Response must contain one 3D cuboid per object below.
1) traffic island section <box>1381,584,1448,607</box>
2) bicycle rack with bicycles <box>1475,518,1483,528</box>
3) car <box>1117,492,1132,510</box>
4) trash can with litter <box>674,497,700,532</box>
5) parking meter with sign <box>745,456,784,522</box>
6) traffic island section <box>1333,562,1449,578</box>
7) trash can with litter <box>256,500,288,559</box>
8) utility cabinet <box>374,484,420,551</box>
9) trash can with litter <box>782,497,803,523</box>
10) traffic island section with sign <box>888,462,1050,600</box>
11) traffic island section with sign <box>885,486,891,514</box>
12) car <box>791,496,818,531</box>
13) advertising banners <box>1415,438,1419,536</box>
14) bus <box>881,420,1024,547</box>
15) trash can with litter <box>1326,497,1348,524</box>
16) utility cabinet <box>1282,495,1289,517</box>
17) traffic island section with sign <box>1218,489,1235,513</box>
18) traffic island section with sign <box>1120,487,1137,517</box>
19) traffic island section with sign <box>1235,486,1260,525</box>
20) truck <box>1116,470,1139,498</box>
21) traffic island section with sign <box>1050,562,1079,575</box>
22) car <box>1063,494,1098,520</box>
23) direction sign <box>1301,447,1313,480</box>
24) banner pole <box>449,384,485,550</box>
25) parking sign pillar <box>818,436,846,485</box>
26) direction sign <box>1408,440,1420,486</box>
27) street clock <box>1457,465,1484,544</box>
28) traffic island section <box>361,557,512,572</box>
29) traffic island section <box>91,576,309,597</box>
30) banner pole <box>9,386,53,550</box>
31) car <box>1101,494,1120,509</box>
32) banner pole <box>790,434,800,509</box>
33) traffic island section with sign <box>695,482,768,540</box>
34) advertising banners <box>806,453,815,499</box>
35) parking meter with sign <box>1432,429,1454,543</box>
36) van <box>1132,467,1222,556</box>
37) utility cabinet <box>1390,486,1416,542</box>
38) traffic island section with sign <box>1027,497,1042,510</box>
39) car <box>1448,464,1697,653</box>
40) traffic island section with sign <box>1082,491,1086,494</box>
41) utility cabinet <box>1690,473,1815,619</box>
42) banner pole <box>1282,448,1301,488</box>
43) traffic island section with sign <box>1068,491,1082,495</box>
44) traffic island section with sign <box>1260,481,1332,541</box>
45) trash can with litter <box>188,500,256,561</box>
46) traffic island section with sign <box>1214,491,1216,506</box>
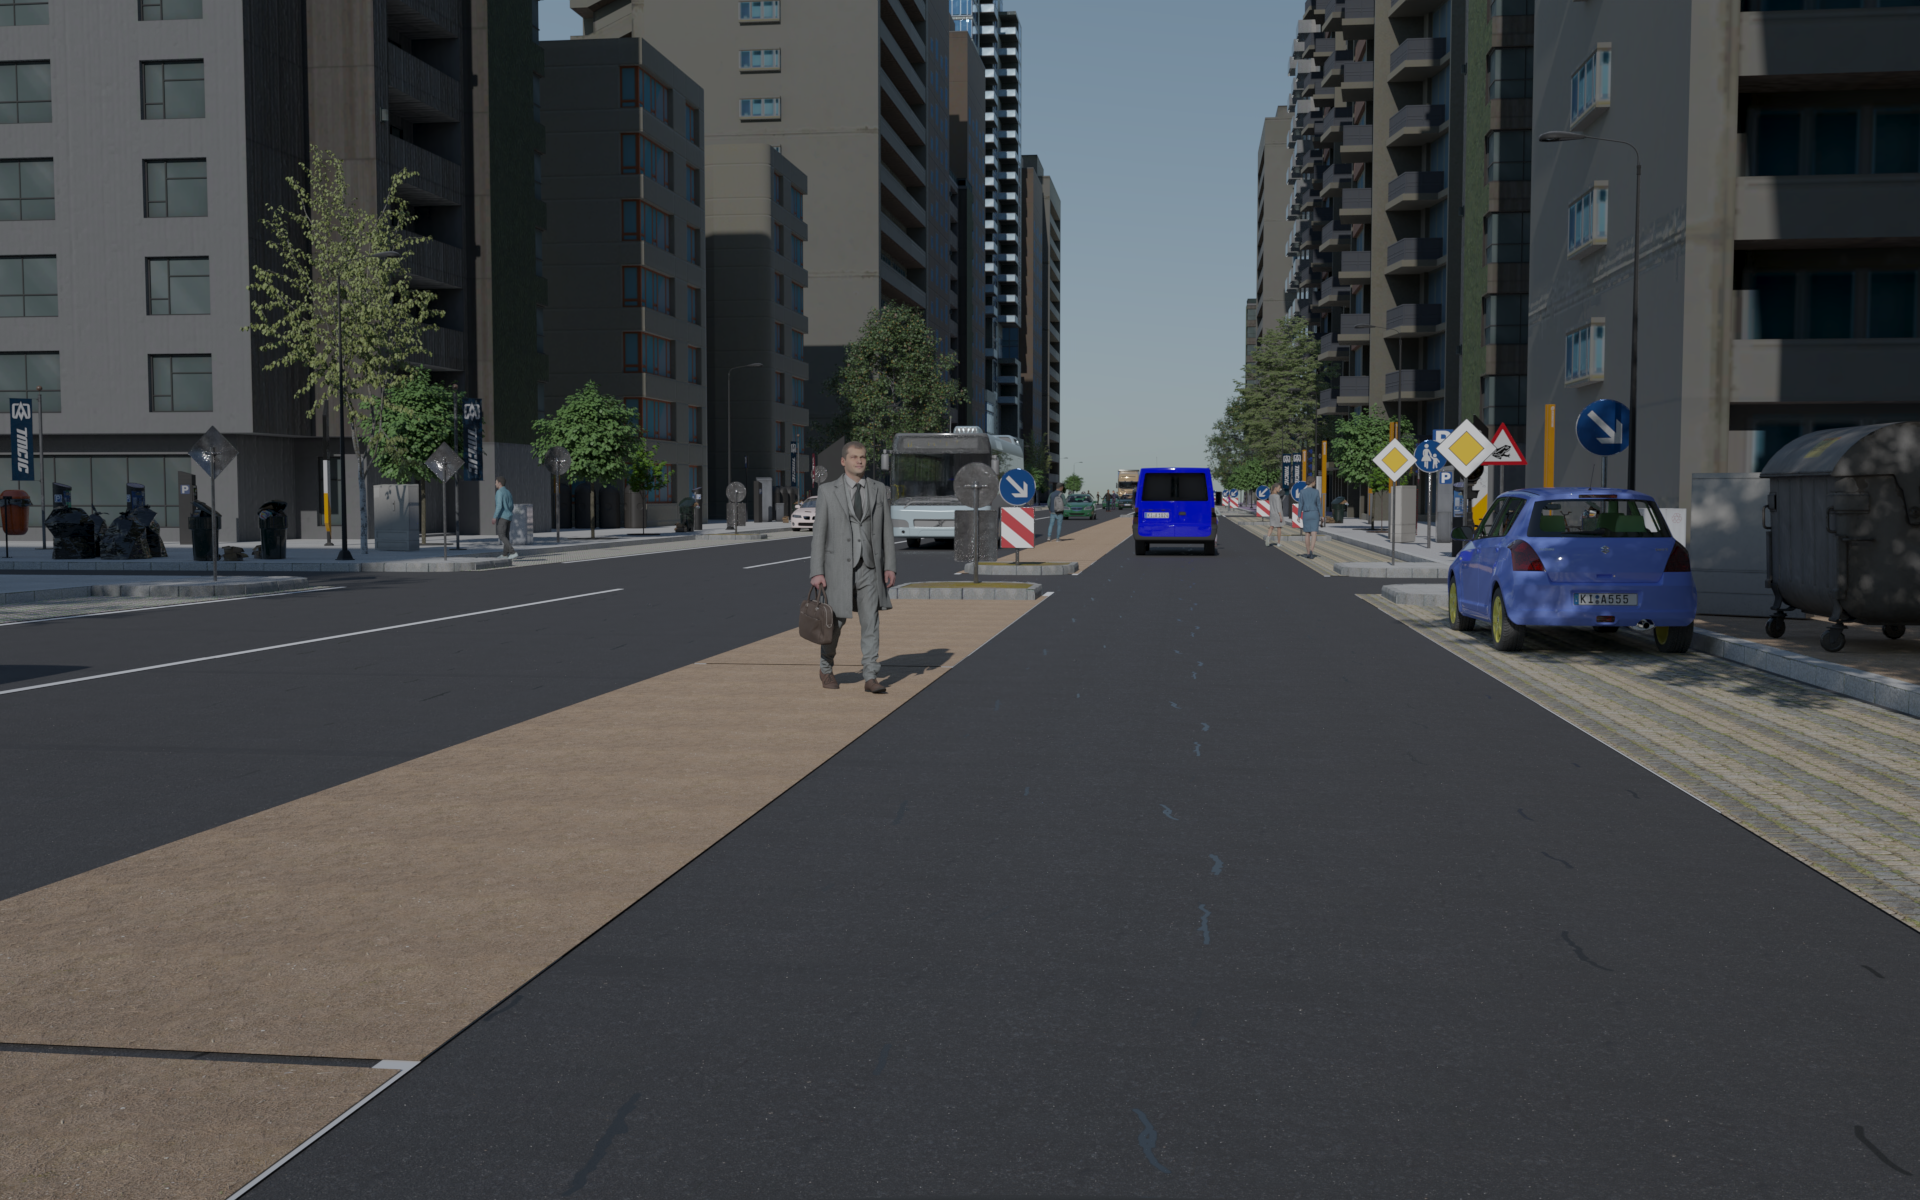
[{"bbox_3d":[6.758,-0.055,23.175,2.009,0.180,2.903,0,4,7],"label":"traffic island section"},{"bbox_3d":[12.193,-1.450,37.091,2.925,0.926,2.852,-1,4,-10],"label":"bicycle rack with bicycles"},{"bbox_3d":[15.225,-8.969,156.431,2.009,1.686,4.222,1,4,9],"label":"car"},{"bbox_3d":[-9.215,-2.869,58.298,0.624,1.170,1.055,1,4,11],"label":"trash can with litter"},{"bbox_3d":[-8.989,-5.100,79.649,1.738,3.016,0.543,-1,4,-15],"label":"parking meter with sign"},{"bbox_3d":[7.794,-0.539,31.093,2.009,0.180,2.903,0,4,7],"label":"traffic island section"},{"bbox_3d":[-13.713,-1.396,34.218,1.055,1.170,0.624,3,5,45],"label":"trash can with litter"},{"bbox_3d":[-12.705,-1.856,39.022,1.173,1.500,0.318,2,4,33],"label":"utility cabinet"},{"bbox_3d":[-7.416,-3.988,76.583,1.055,1.170,0.624,0,4,-6],"label":"trash can with litter"},{"bbox_3d":[0.144,-0.987,24.279,2.006,1.907,1.989,0,4,7],"label":"traffic island section with sign"},{"bbox_3d":[-3.564,-4.500,82.210,1.989,1.847,2.006,0,4,7],"label":"traffic island section with sign"},{"bbox_3d":[-5.270,-3.364,67.361,2.083,1.381,4.827,0,4,8],"label":"car"},{"bbox_3d":[14.237,-3.535,53.988,0.090,3.025,2.074,1,4,18],"label":"advertising banners"},{"bbox_3d":[0.096,-3.324,49.204,2.948,3.499,13.247,0,4,6],"label":"bus"},{"bbox_3d":[16.354,-3.915,75.404,1.055,1.170,0.624,-3,4,-38],"label":"trash can with litter"},{"bbox_3d":[18.676,-5.356,98.726,0.306,1.237,1.020,-1,4,-8],"label":"utility cabinet"},{"bbox_3d":[20.344,-7.387,129.403,1.989,1.847,2.006,0,4,7],"label":"traffic island section with sign"},{"bbox_3d":[10.857,-5.993,106.129,2.006,1.907,1.989,0,4,7],"label":"traffic island section with sign"},{"bbox_3d":[13.903,-4.381,80.255,1.989,1.847,2.006,0,4,7],"label":"traffic island section with sign"},{"bbox_3d":[19.560,-12.966,200.903,2.839,4.237,11.283,0,4,6],"label":"truck"},{"bbox_3d":[1.115,-1.436,31.622,2.006,1.907,1.989,0,4,7],"label":"traffic island section with sign"},{"bbox_3d":[6.682,-5.224,97.209,2.131,1.459,4.920,0,4,7],"label":"car"},{"bbox_3d":[16.682,-5.590,83.398,0.876,3.537,0.379,-3,5,-42],"label":"direction sign"},{"bbox_3d":[-11.314,-3.039,39.698,0.863,3.779,0.401,-3,4,-36],"label":"banner pole"},{"bbox_3d":[-5.909,-5.611,80.218,1.447,3.967,1.447,1,4,13],"label":"parking sign pillar"},{"bbox_3d":[19.075,-4.945,72.850,0.876,3.537,0.379,-3,5,-44],"label":"direction sign"},{"bbox_3d":[9.663,-1.728,32.825,0.471,2.002,0.358,1,4,10],"label":"street clock"},{"bbox_3d":[-9.945,-0.681,33.411,2.009,0.180,2.903,0,4,7],"label":"traffic island section"},{"bbox_3d":[-10.982,-0.196,25.493,2.009,0.180,2.903,0,4,7],"label":"traffic island section"},{"bbox_3d":[-21.421,-3.053,39.927,0.863,3.779,0.401,-3,4,-39],"label":"banner pole"},{"bbox_3d":[14.613,-9.464,166.539,2.131,1.459,4.920,0,4,6],"label":"car"},{"bbox_3d":[-6.843,-5.023,72.149,0.401,3.779,0.863,2,4,25],"label":"banner pole"},{"bbox_3d":[-7.165,-2.820,54.734,1.989,1.847,2.006,0,4,7],"label":"traffic island section with sign"},{"bbox_3d":[-6.439,-4.800,74.669,0.090,3.025,2.074,-1,4,-14],"label":"advertising banners"},{"bbox_3d":[12.863,-3.044,46.027,0.543,3.016,1.738,1,4,12],"label":"parking meter with sign"},{"bbox_3d":[5.235,-2.297,41.944,2.240,2.365,5.245,0,4,8],"label":"van"},{"bbox_3d":[11.719,-2.272,45.822,0.318,1.500,1.173,2,4,32],"label":"utility cabinet"},{"bbox_3d":[6.485,-9.194,158.943,1.989,1.847,2.006,0,4,7],"label":"traffic island section with sign"},{"bbox_3d":[5.843,-0.446,16.890,1.945,1.707,3.694,0,4,6],"label":"car"},{"bbox_3d":[17.239,-14.218,241.089,1.989,1.847,2.006,0,4,7],"label":"traffic island section with sign"},{"bbox_3d":[8.254,-0.572,18.026,1.173,1.500,0.318,3,5,43],"label":"utility cabinet"},{"bbox_3d":[17.935,-6.377,94.283,0.863,3.779,0.401,0,4,-6],"label":"banner pole"},{"bbox_3d":[13.737,-12.583,214.362,1.989,1.847,2.006,0,4,7],"label":"traffic island section with sign"},{"bbox_3d":[10.408,-2.746,53.527,1.989,1.847,2.006,0,4,7],"label":"traffic island section with sign"},{"bbox_3d":[-14.215,-1.335,33.221,1.055,1.170,0.624,0,4,-3],"label":"trash can with litter"},{"bbox_3d":[23.838,-9.022,156.132,1.989,1.847,2.006,0,4,7],"label":"traffic island section with sign"}]
